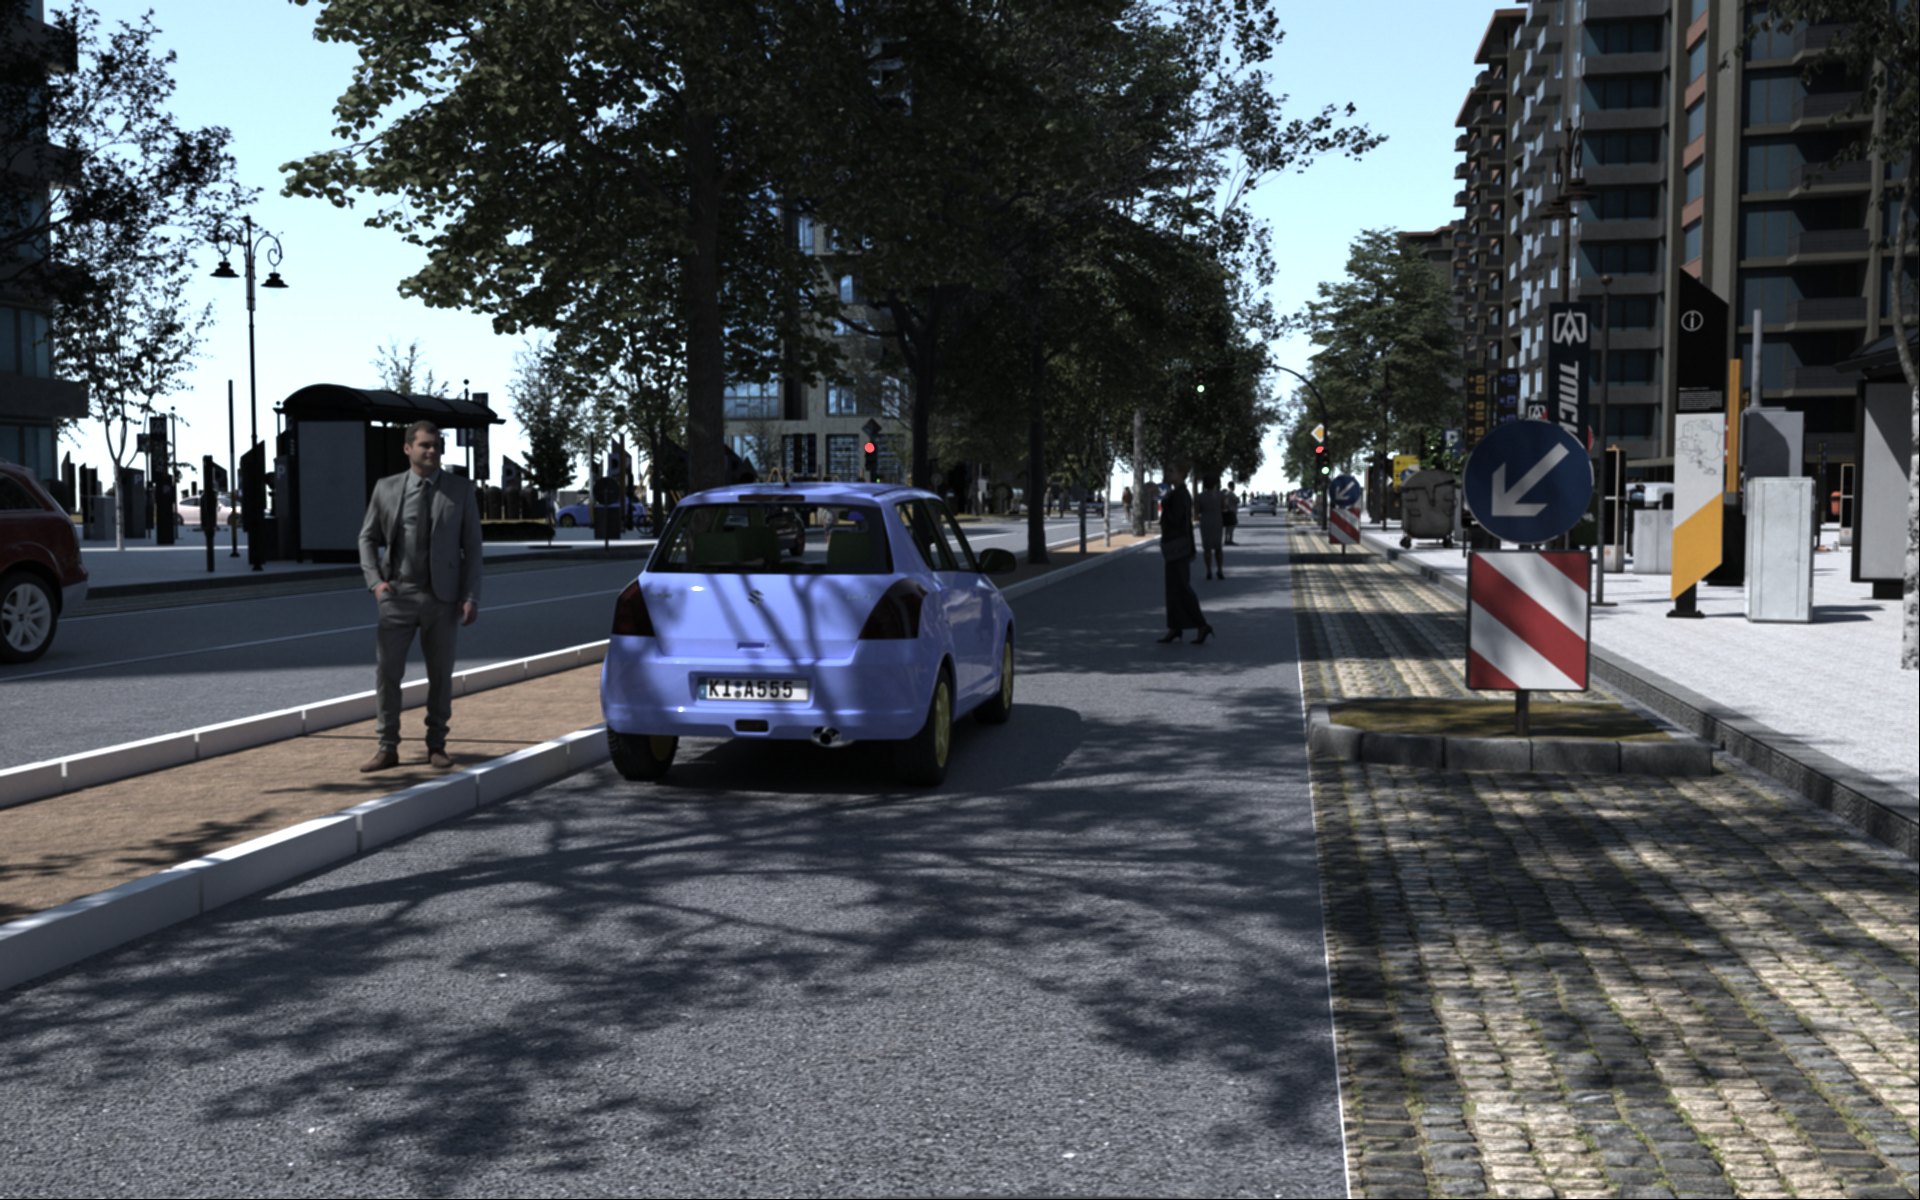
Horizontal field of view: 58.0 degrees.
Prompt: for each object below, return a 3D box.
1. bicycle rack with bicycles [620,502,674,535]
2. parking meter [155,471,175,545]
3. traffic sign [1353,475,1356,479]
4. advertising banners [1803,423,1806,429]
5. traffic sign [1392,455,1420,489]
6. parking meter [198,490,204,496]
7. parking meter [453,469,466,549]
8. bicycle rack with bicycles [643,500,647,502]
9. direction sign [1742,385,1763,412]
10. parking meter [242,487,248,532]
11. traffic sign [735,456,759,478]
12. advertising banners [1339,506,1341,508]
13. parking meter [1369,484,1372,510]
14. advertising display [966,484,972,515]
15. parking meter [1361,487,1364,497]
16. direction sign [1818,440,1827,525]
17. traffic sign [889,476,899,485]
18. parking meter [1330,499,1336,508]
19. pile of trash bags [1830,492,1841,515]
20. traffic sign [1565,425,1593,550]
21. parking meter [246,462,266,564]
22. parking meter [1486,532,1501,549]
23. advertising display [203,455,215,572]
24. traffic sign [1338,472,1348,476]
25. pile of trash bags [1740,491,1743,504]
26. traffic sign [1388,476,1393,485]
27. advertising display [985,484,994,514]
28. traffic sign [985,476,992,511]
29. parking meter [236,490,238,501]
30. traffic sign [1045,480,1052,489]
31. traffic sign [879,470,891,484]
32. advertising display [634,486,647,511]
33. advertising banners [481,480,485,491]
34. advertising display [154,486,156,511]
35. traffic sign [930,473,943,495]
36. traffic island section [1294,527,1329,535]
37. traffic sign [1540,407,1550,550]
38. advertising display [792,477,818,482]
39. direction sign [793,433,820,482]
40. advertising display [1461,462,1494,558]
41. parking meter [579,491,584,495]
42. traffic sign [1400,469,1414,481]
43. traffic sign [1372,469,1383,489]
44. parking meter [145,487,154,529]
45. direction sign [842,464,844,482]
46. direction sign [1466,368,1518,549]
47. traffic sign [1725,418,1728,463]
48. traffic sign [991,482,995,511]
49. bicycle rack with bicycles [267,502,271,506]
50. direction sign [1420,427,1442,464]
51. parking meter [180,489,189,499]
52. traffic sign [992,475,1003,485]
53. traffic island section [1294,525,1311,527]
[{"bbox_3d":[-9.508,-2.580,55.567,2.925,0.926,2.852,1,4,14],"label":"bicycle rack with bicycles"},{"bbox_3d":[-20.242,-2.348,44.108,0.255,1.863,0.399,3,4,37],"label":"parking meter"},{"bbox_3d":[27.083,-7.294,119.254,0.884,2.594,0.081,1,4,16],"label":"traffic sign"},{"bbox_3d":[19.658,-2.836,42.552,2.074,3.025,0.090,0,4,8],"label":"advertising banners"},{"bbox_3d":[23.469,-5.838,89.327,2.265,3.308,0.079,1,4,14],"label":"traffic sign"},{"bbox_3d":[-44.688,-5.732,102.123,0.372,1.533,0.369,0,3,0],"label":"parking meter"},{"bbox_3d":[-11.723,-2.134,40.597,0.399,1.863,0.255,1,4,23],"label":"parking meter"},{"bbox_3d":[-20.351,-6.145,113.848,2.925,0.926,2.852,-1,4,-13],"label":"bicycle rack with bicycles"},{"bbox_3d":[16.633,-2.720,36.465,0.379,3.537,0.876,0,4,0],"label":"direction sign"},{"bbox_3d":[-24.152,-3.080,58.770,0.372,1.533,0.369,0,3,0],"label":"parking meter"},{"bbox_3d":[-7.221,-3.592,58.728,0.884,2.594,0.081,1,4,15],"label":"traffic sign"},{"bbox_3d":[23.436,-6.751,106.560,0.090,3.025,2.074,1,4,17],"label":"advertising banners"},{"bbox_3d":[22.909,-5.529,96.117,0.399,1.863,0.255,1,4,13],"label":"parking meter"},{"bbox_3d":[0.571,-6.254,107.460,0.123,1.923,0.974,1,4,18],"label":"advertising display"},{"bbox_3d":[32.855,-8.312,141.617,0.255,1.863,0.399,1,4,11],"label":"parking meter"},{"bbox_3d":[36.239,-4.945,72.854,0.379,3.537,0.876,0,4,8],"label":"direction sign"},{"bbox_3d":[-3.661,-5.731,95.830,0.606,2.300,0.079,1,4,11],"label":"traffic sign"},{"bbox_3d":[23.267,-6.263,108.110,0.399,1.863,0.255,1,4,19],"label":"parking meter"},{"bbox_3d":[50.777,-5.553,100.547,1.912,1.369,3.447,-2,4,-26],"label":"pile of trash bags"},{"bbox_3d":[9.889,-1.720,28.220,0.768,2.556,0.104,1,4,13],"label":"traffic sign"},{"bbox_3d":[-12.898,-1.592,31.733,0.255,1.863,0.399,-1,4,-14],"label":"parking meter"},{"bbox_3d":[11.333,-1.905,36.866,0.399,1.863,0.255,2,4,32],"label":"parking meter"},{"bbox_3d":[-12.501,-1.444,28.829,0.123,1.923,0.974,-2,4,-25],"label":"advertising display"},{"bbox_3d":[21.790,-6.010,98.375,0.768,2.556,0.104,1,4,12],"label":"traffic sign"},{"bbox_3d":[21.648,-2.489,50.444,3.447,1.369,1.912,-2,4,-25],"label":"pile of trash bags"},{"bbox_3d":[23.827,-5.858,96.960,0.795,2.450,0.064,1,4,15],"label":"traffic sign"},{"bbox_3d":[2.027,-6.603,113.167,0.974,1.923,0.123,0,4,1],"label":"advertising display"},{"bbox_3d":[1.918,-7.466,122.073,0.884,2.594,0.081,1,4,15],"label":"traffic sign"},{"bbox_3d":[-40.179,-5.393,96.592,0.372,1.533,0.369,0,3,0],"label":"parking meter"},{"bbox_3d":[6.526,-7.751,128.853,0.606,2.300,0.079,1,4,12],"label":"traffic sign"},{"bbox_3d":[-4.205,-5.789,94.661,0.884,2.594,0.081,1,4,15],"label":"traffic sign"},{"bbox_3d":[-24.398,-7.768,132.223,0.974,1.923,0.123,1,4,14],"label":"advertising display"},{"bbox_3d":[-41.897,-9.440,150.527,0.090,3.025,2.074,2,4,30],"label":"advertising banners"},{"bbox_3d":[-62.258,-7.855,133.634,0.123,1.923,0.974,0,4,8],"label":"advertising display"},{"bbox_3d":[-1.456,-6.524,106.780,0.768,2.556,0.104,1,4,12],"label":"traffic sign"},{"bbox_3d":[12.835,-2.366,60.963,2.009,0.180,2.903,1,4,11],"label":"traffic island section"},{"bbox_3d":[8.404,-1.512,24.718,0.884,2.594,0.081,1,4,12],"label":"traffic sign"},{"bbox_3d":[-5.833,-3.667,65.174,0.974,1.923,0.123,0,4,-7],"label":"advertising display"},{"bbox_3d":[-5.788,-4.445,64.668,0.876,3.537,0.379,1,4,10],"label":"direction sign"},{"bbox_3d":[10.363,-1.795,34.570,0.123,1.923,0.974,-1,4,-22],"label":"advertising display"},{"bbox_3d":[-27.724,-7.246,126.876,0.372,1.533,0.369,0,3,0],"label":"parking meter"},{"bbox_3d":[22.769,-5.382,88.094,0.768,2.556,0.104,1,4,18],"label":"traffic sign"},{"bbox_3d":[21.393,-5.395,88.315,0.768,2.556,0.104,1,4,17],"label":"traffic sign"},{"bbox_3d":[-29.781,-3.371,63.532,0.372,1.533,0.369,0,3,0],"label":"parking meter"},{"bbox_3d":[-8.732,-8.405,129.419,0.379,3.537,0.876,-1,4,-8],"label":"direction sign"},{"bbox_3d":[9.591,-2.403,31.292,0.876,3.537,0.379,1,4,19],"label":"direction sign"},{"bbox_3d":[12.621,-1.759,28.861,0.768,2.556,0.104,1,4,17],"label":"traffic sign"},{"bbox_3d":[2.514,-7.559,124.771,0.795,2.450,0.064,1,4,17],"label":"traffic sign"},{"bbox_3d":[-58.517,-7.989,143.998,2.925,0.926,2.852,3,5,41],"label":"bicycle rack with bicycles"},{"bbox_3d":[16.002,-4.082,58.741,0.876,3.537,0.379,-1,4,-13],"label":"direction sign"},{"bbox_3d":[-37.351,-4.590,83.454,0.372,1.533,0.369,0,3,0],"label":"parking meter"},{"bbox_3d":[2.431,-6.884,112.666,0.768,2.556,0.104,1,4,14],"label":"traffic sign"},{"bbox_3d":[14.298,-2.846,68.813,2.009,0.180,2.903,1,4,11],"label":"traffic island section"}]
